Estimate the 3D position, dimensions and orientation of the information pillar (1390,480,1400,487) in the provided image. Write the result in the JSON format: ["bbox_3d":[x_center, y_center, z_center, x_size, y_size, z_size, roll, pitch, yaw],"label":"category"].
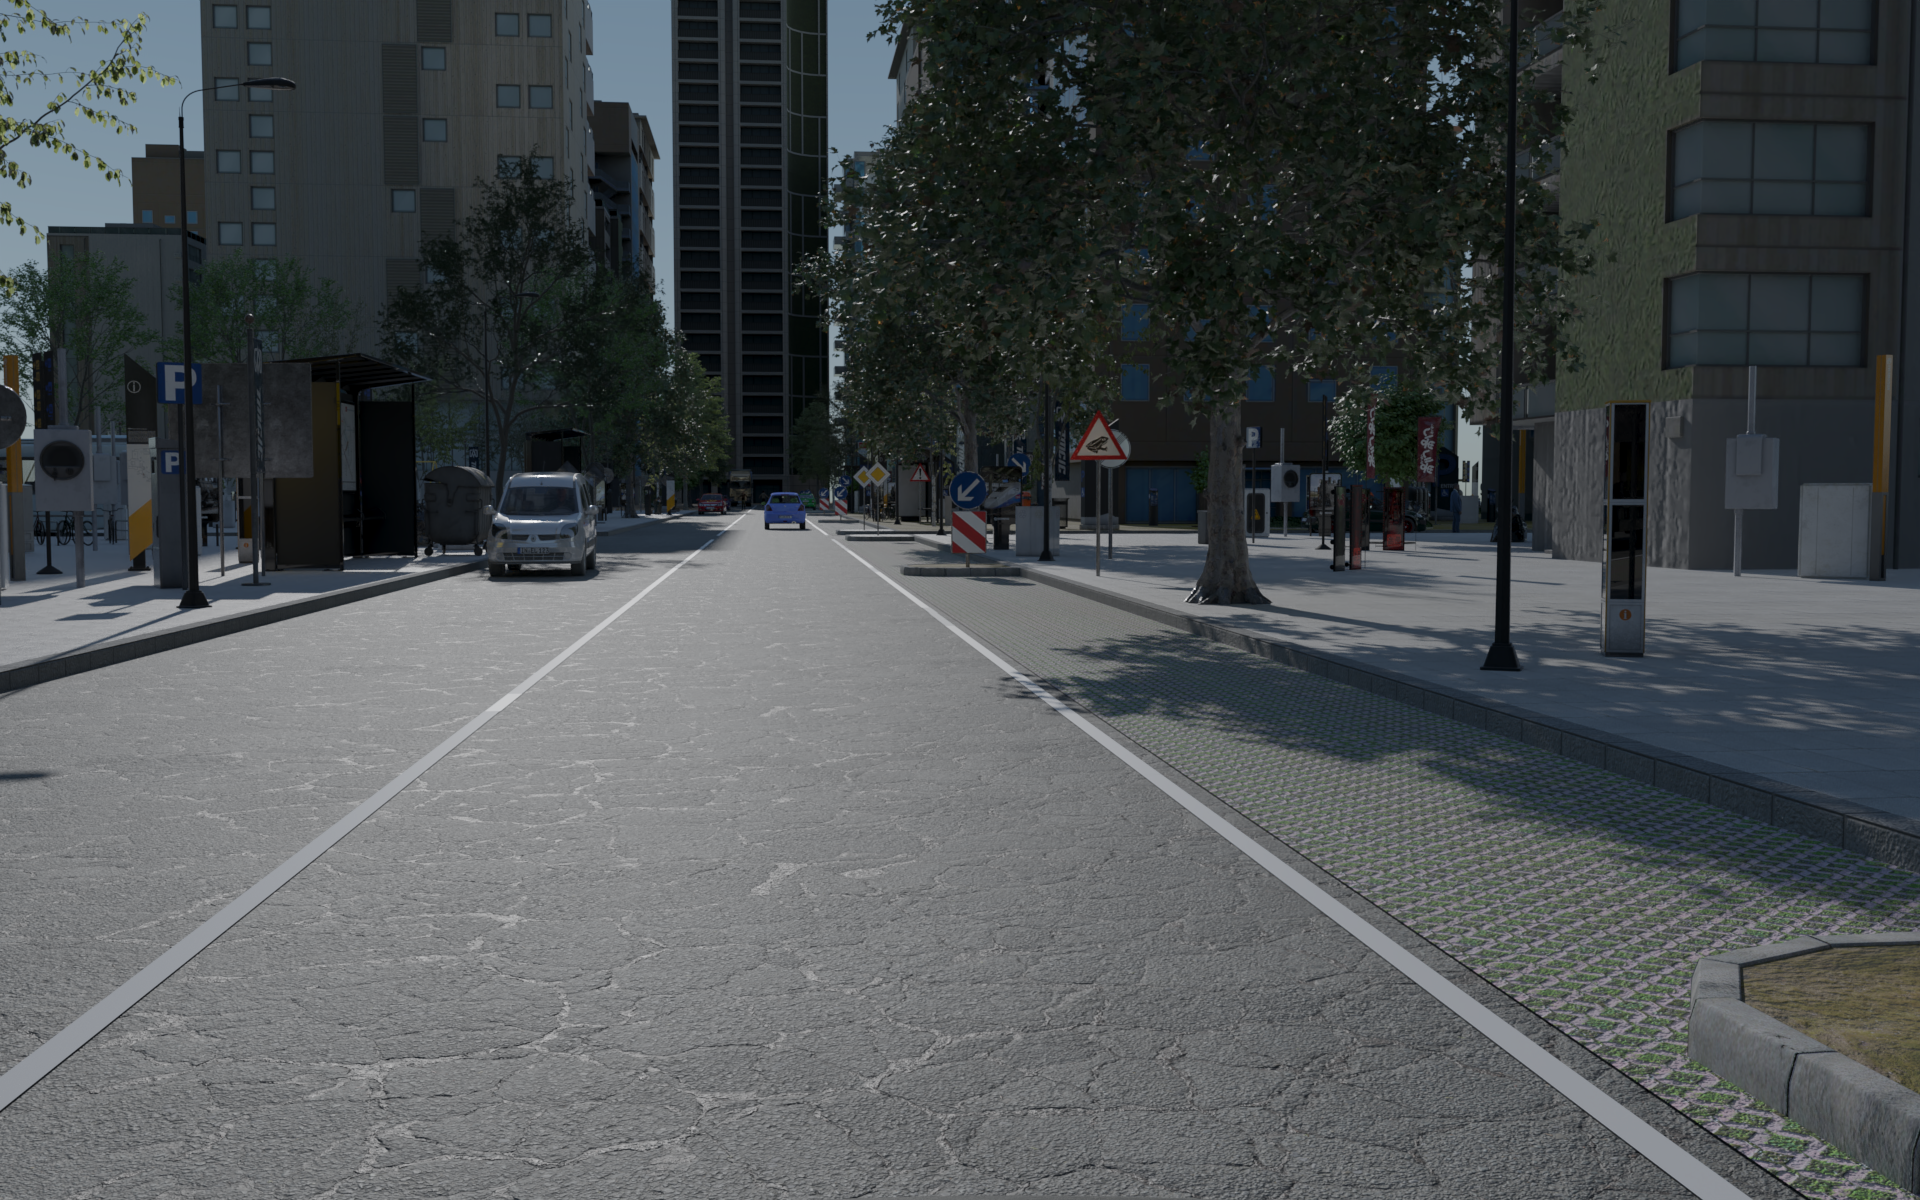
[{"bbox_3d":[13.934,-3.912,55.323,0.183,3.616,0.504,-2,4,-24],"label":"information pillar"}]

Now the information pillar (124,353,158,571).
[{"bbox_3d":[-13.636,-2.294,28.868,0.504,3.616,0.183,-1,4,-20],"label":"information pillar"}]

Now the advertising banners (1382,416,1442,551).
[{"bbox_3d":[9.814,-2.633,39.237,2.074,3.025,0.090,1,4,13],"label":"advertising banners"}]

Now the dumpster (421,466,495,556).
[{"bbox_3d":[-10.538,-1.873,36.386,1.264,1.857,1.865,0,4,-6],"label":"dumpster"}]

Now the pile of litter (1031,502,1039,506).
[{"bbox_3d":[4.164,-5.091,97.196,1.719,0.858,1.176,1,4,18],"label":"pile of litter"}]

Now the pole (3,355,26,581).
[{"bbox_3d":[-13.939,-1.938,25.529,0.158,3.312,0.155,0,3,0],"label":"pole"}]

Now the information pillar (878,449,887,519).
[{"bbox_3d":[-4.002,-5.976,89.064,0.504,3.616,0.183,-1,4,-11],"label":"information pillar"}]

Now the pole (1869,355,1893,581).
[{"bbox_3d":[13.549,-1.935,25.473,0.158,3.312,0.155,0,3,0],"label":"pole"}]

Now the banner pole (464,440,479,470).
[{"bbox_3d":[-22.717,-5.529,80.413,0.863,3.779,0.401,0,4,-3],"label":"banner pole"}]

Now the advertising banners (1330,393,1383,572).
[{"bbox_3d":[6.692,-2.024,29.286,0.090,3.025,2.074,2,4,33],"label":"advertising banners"}]

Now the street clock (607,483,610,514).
[{"bbox_3d":[-22.579,-6.483,110.564,0.471,2.002,0.358,-1,4,-19],"label":"street clock"}]

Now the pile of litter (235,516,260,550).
[{"bbox_3d":[-16.229,-1.616,40.393,1.176,0.858,1.719,-3,4,-39],"label":"pile of litter"}]

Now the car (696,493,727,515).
[{"bbox_3d":[-17.289,-6.842,120.902,2.155,1.783,4.494,0,4,-4],"label":"car"}]

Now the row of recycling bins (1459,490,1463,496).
[{"bbox_3d":[38.134,-7.834,135.200,1.069,1.692,3.534,-1,4,-12],"label":"row of recycling bins"}]

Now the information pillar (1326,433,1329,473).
[{"bbox_3d":[13.140,-4.332,62.190,0.183,3.616,0.504,0,4,3],"label":"information pillar"}]

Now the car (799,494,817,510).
[{"bbox_3d":[-13.585,-8.788,152.483,1.959,1.807,4.718,0,4,-5],"label":"car"}]

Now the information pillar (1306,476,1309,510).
[{"bbox_3d":[13.948,-3.930,68.741,0.304,2.012,0.304,-3,4,-36],"label":"information pillar"}]

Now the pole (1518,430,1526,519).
[{"bbox_3d":[17.669,-3.708,54.462,0.158,3.312,0.155,0,3,0],"label":"pole"}]

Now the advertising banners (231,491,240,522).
[{"bbox_3d":[-32.430,-4.995,77.849,0.090,3.025,2.074,-3,5,-39],"label":"advertising banners"}]

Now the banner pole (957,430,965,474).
[{"bbox_3d":[0.148,-3.844,52.864,0.401,3.779,0.863,-3,4,-39],"label":"banner pole"}]

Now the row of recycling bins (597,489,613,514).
[{"bbox_3d":[-23.906,-6.568,114.496,1.069,1.692,3.534,0,4,8],"label":"row of recycling bins"}]

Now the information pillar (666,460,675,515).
[{"bbox_3d":[-17.729,-7.013,106.015,0.504,3.616,0.183,0,4,5],"label":"information pillar"}]

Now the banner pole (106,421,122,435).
[{"bbox_3d":[-29.090,-4.264,59.734,0.863,3.779,0.401,2,4,24],"label":"banner pole"}]

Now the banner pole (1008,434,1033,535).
[{"bbox_3d":[1.747,-3.945,54.512,0.863,3.779,0.401,2,4,30],"label":"banner pole"}]

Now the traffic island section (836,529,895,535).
[{"bbox_3d":[-3.375,-2.394,61.422,2.009,0.180,2.903,0,4,-6],"label":"traffic island section"}]

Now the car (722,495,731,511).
[{"bbox_3d":[-20.728,-8.390,149.750,1.945,1.354,3.894,0,4,-6],"label":"car"}]

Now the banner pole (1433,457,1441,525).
[{"bbox_3d":[19.713,-4.999,71.750,0.401,3.779,0.863,1,4,21],"label":"banner pole"}]

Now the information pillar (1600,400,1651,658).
[{"bbox_3d":[5.252,-0.562,13.682,0.304,2.012,0.304,1,4,13],"label":"information pillar"}]

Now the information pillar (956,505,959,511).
[{"bbox_3d":[-0.257,-6.506,110.868,0.304,2.012,0.304,-2,4,-23],"label":"information pillar"}]

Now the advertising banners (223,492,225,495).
[{"bbox_3d":[-49.840,-7.308,115.673,0.090,3.025,2.074,1,4,18],"label":"advertising banners"}]

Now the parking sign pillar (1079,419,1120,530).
[{"bbox_3d":[5.018,-4.509,62.196,1.447,3.967,1.447,-1,4,-16],"label":"parking sign pillar"}]

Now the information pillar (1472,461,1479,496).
[{"bbox_3d":[36.385,-8.010,122.314,0.504,3.616,0.183,-1,4,-13],"label":"information pillar"}]

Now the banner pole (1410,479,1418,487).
[{"bbox_3d":[35.800,-8.981,136.860,0.863,3.779,0.401,0,4,4],"label":"banner pole"}]

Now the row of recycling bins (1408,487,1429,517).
[{"bbox_3d":[25.373,-5.457,96.330,1.069,1.692,3.534,2,4,27],"label":"row of recycling bins"}]

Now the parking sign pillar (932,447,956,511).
[{"bbox_3d":[-0.920,-6.772,99.195,1.447,3.967,1.447,-1,4,-15],"label":"parking sign pillar"}]

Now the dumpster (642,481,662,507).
[{"bbox_3d":[-21.996,-7.445,124.224,1.502,2.255,1.985,0,4,-6],"label":"dumpster"}]

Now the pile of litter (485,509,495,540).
[{"bbox_3d":[-13.746,-2.146,49.056,1.176,0.858,1.719,2,4,32],"label":"pile of litter"}]

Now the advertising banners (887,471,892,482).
[{"bbox_3d":[-4.627,-8.235,130.821,2.074,3.025,0.090,0,4,-6],"label":"advertising banners"}]

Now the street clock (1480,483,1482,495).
[{"bbox_3d":[35.672,-6.953,118.257,0.358,2.002,0.471,0,4,3],"label":"street clock"}]

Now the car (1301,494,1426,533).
[{"bbox_3d":[13.782,-3.023,59.217,4.222,1.686,2.009,0,4,-5],"label":"car"}]

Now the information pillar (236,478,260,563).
[{"bbox_3d":[-13.221,-1.691,32.144,0.304,2.012,0.304,0,4,-6],"label":"information pillar"}]

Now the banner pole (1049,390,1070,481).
[{"bbox_3d":[2.291,-3.112,40.903,0.863,3.779,0.401,-3,4,-36],"label":"banner pole"}]

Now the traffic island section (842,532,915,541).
[{"bbox_3d":[-2.510,-1.908,53.484,2.009,0.180,2.903,0,4,-6],"label":"traffic island section"}]

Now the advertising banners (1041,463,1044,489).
[{"bbox_3d":[5.287,-6.297,99.137,2.074,3.025,0.090,-3,5,-44],"label":"advertising banners"}]

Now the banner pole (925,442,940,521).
[{"bbox_3d":[-1.242,-5.655,82.484,0.401,3.779,0.863,-2,4,-24],"label":"banner pole"}]

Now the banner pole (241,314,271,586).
[{"bbox_3d":[-9.925,-2.107,24.460,0.401,3.779,0.863,0,4,-7],"label":"banner pole"}]

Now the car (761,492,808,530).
[{"bbox_3d":[-7.204,-3.763,71.122,1.945,1.707,3.694,0,4,-7],"label":"car"}]
